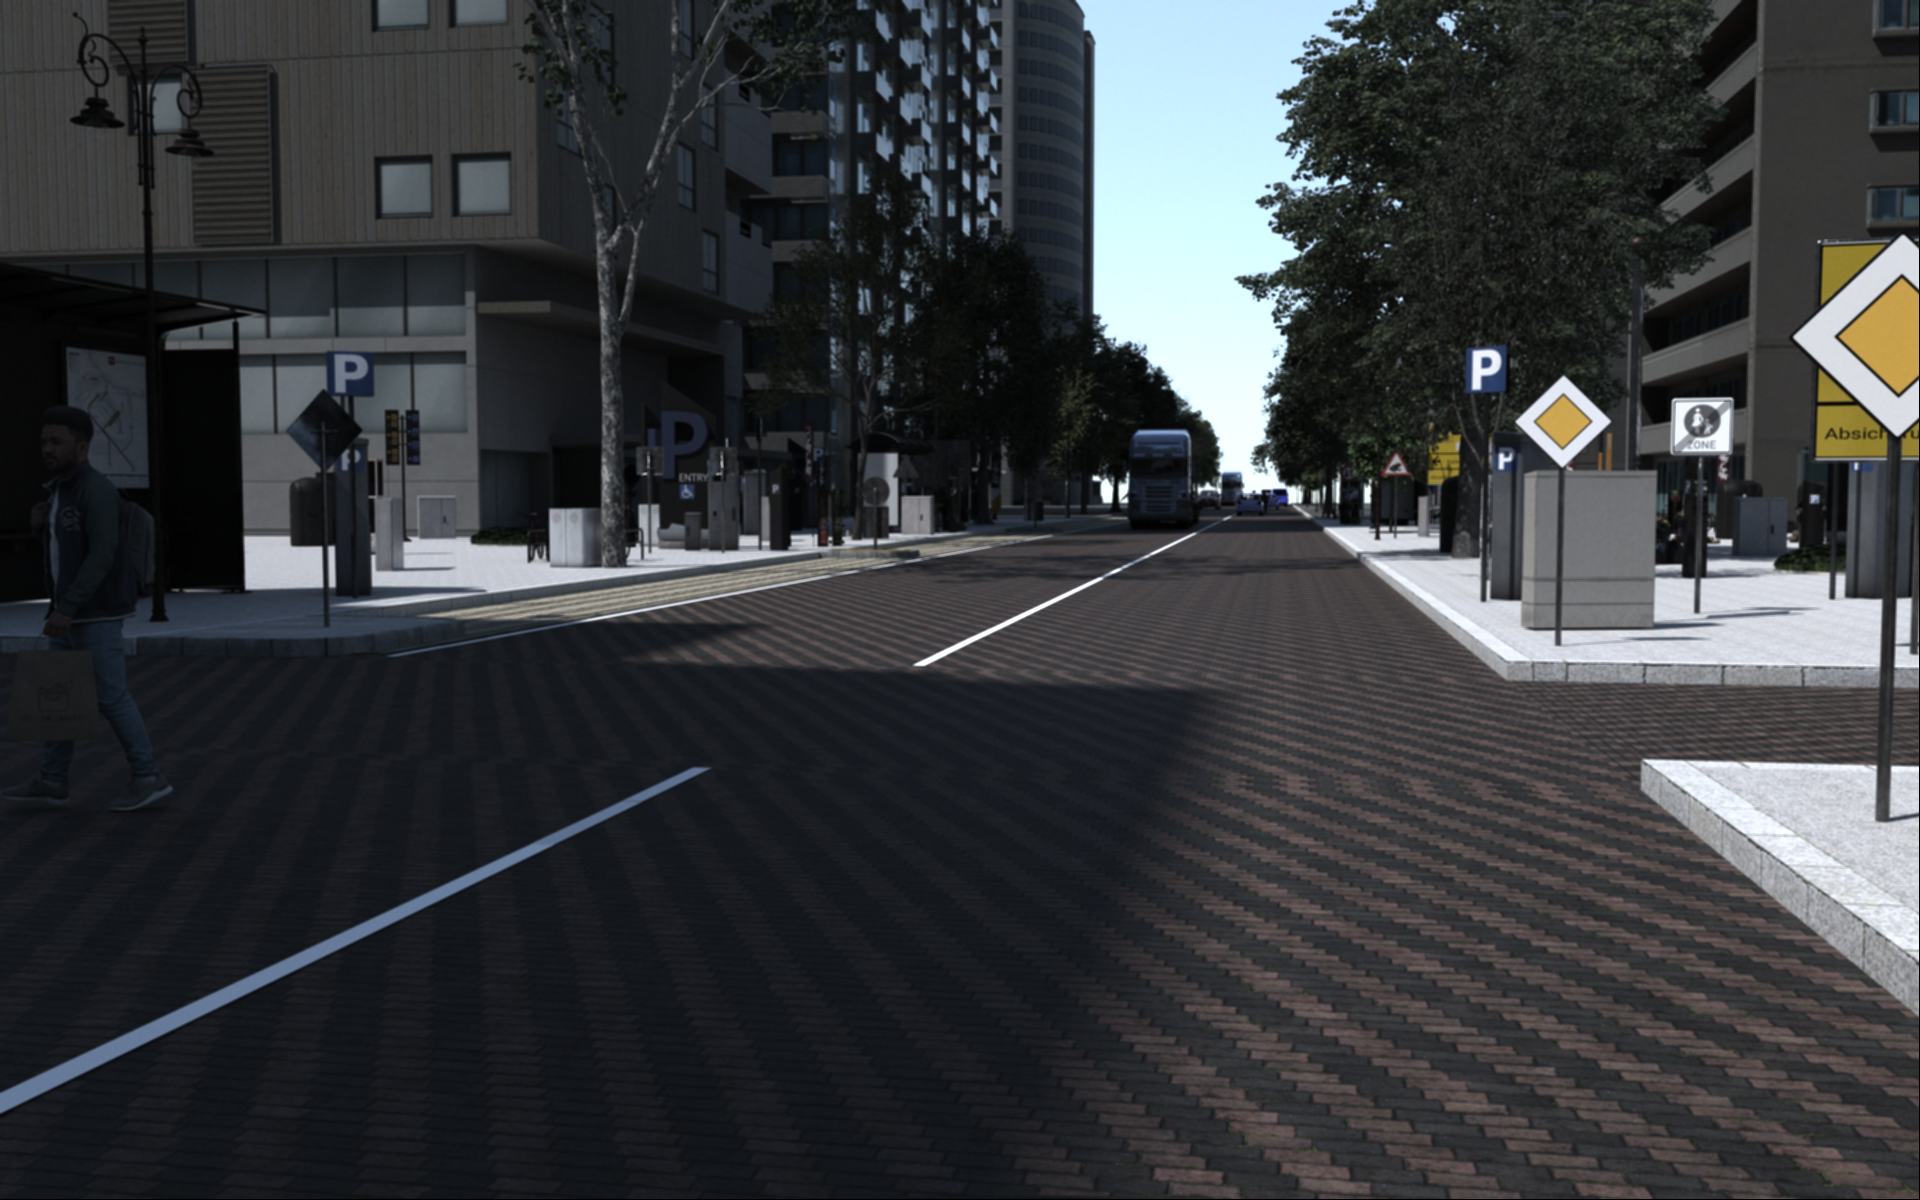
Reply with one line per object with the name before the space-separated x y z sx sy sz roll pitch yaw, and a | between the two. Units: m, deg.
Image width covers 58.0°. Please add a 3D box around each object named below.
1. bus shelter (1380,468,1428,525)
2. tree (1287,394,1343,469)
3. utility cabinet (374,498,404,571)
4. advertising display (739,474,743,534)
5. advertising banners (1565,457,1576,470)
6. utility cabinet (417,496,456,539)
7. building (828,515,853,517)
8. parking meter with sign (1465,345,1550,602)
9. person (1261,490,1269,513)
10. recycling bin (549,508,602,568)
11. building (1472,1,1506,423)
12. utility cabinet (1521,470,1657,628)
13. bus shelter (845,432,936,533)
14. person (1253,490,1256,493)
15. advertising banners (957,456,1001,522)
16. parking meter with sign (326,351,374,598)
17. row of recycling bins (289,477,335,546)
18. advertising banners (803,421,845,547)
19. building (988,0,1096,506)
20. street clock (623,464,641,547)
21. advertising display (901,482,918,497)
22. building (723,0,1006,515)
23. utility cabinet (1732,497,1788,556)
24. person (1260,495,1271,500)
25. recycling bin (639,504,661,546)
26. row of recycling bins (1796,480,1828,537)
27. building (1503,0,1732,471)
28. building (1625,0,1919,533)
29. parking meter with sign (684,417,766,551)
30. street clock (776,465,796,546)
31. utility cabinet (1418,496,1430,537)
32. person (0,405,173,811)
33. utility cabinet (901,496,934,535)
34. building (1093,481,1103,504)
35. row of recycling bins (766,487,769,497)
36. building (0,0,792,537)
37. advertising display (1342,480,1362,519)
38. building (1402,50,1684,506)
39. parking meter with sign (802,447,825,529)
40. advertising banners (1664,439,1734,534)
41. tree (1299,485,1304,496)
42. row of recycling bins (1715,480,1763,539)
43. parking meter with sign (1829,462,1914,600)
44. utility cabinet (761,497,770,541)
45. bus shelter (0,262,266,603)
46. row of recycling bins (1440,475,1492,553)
bus shelter | 17.692 -4.599 69.113 2.014 3.302 5.546 1 4 10
tree | 27.938 -12.062 131.622 7.601 10.594 8.767 3 5 41
utility cabinet | -9.643 -1.106 29.247 0.306 1.237 1.020 0 4 -8
advertising display | -6.761 -3.064 55.306 0.123 1.923 0.974 -2 4 -34
advertising banners | 18.759 -3.599 55.027 0.090 3.025 2.074 -2 4 -30
utility cabinet | -15.014 -2.358 49.714 1.020 1.237 0.306 -2 4 -24
building | -14.292 -29.949 109.267 23.786 49.044 30.456 1 4 10
parking meter with sign | 6.860 -1.518 21.084 1.738 3.016 0.543 -3 5 -41
person | 22.905 -7.400 130.042 0.990 1.755 0.434 -3 5 -42
recycling bin | -6.748 -1.100 30.534 0.722 1.027 0.722 1 4 19
building | 51.440 -31.349 132.169 23.786 49.044 30.456 1 4 10
utility cabinet | 5.959 -0.474 16.432 1.173 1.500 0.318 0 4 -5
bus shelter | -2.259 -3.976 58.938 2.014 3.302 5.546 1 4 11
person | 22.232 -7.433 130.963 0.436 1.711 0.756 -1 4 -12
advertising banners | 0.900 -5.085 79.323 2.074 3.025 0.090 0 4 -5
parking meter with sign | -7.720 -1.576 22.030 0.543 3.016 1.738 -1 4 -19
row of recycling bins | -16.423 -2.260 44.062 1.069 1.692 3.534 -1 4 -16
advertising banners | -3.339 -2.822 42.321 0.090 3.025 2.074 2 4 24
building | 3.588 -40.293 200.789 21.231 58.520 28.212 1 4 10
street clock | -7.964 -2.279 41.834 0.471 2.002 0.358 -3 4 -36
advertising display | -2.700 -5.298 91.829 0.974 1.923 0.123 -1 4 -18
building | -9.299 -31.791 139.390 23.786 49.044 30.456 1 4 10
utility cabinet | 16.559 -1.509 35.842 1.020 1.237 0.306 0 4 -1
person | 27.687 -9.086 157.771 1.217 1.735 0.721 1 4 16
recycling bin | -7.450 -1.851 42.817 0.722 1.027 0.722 2 4 26
row of recycling bins | 26.347 -2.825 53.302 1.069 1.692 3.534 1 4 20
building | 42.003 -26.170 111.476 14.154 41.232 14.086 1 4 10
building | 38.288 -26.914 63.739 21.300 48.544 21.600 1 4 10
parking meter with sign | -5.376 -2.634 39.319 1.738 3.016 0.543 0 4 -2
street clock | -4.296 -2.334 42.737 0.471 2.002 0.358 -2 4 -32
utility cabinet | 14.050 -2.526 52.462 0.306 1.237 1.020 1 4 19
person | -3.941 0.044 7.761 0.713 1.824 0.794 -2 4 -24
utility cabinet | -1.334 -2.652 54.518 1.020 1.237 0.306 1 4 22
building | 2.152 -32.800 228.165 32.217 40.220 23.993 1 4 10
row of recycling bins | -11.164 -5.221 92.483 1.069 1.692 3.534 1 4 20
building | -23.006 -29.037 63.991 28.713 52.752 27.495 1 4 10
advertising display | 17.508 -4.419 77.466 0.123 1.923 0.974 -3 5 -42
building | 66.436 -37.500 202.365 28.713 52.752 27.495 1 4 10
parking meter with sign | -5.605 -4.199 64.917 0.543 3.016 1.738 -2 4 -24
advertising banners | 23.543 -3.607 55.161 2.074 3.025 0.090 0 4 5
tree | 47.689 -17.667 239.214 4.737 8.622 4.395 0 3 0
row of recycling bins | 22.752 -2.662 50.643 1.069 1.692 3.534 2 4 32
parking meter with sign | 11.363 -1.532 21.317 1.738 3.016 0.543 -2 4 -24
utility cabinet | -5.238 -2.217 47.406 0.306 1.237 1.020 0 4 2
bus shelter | -10.278 -1.720 19.405 1.731 3.624 6.357 1 4 11
row of recycling bins | 11.961 -1.962 39.196 3.534 1.692 1.069 -3 5 -44
